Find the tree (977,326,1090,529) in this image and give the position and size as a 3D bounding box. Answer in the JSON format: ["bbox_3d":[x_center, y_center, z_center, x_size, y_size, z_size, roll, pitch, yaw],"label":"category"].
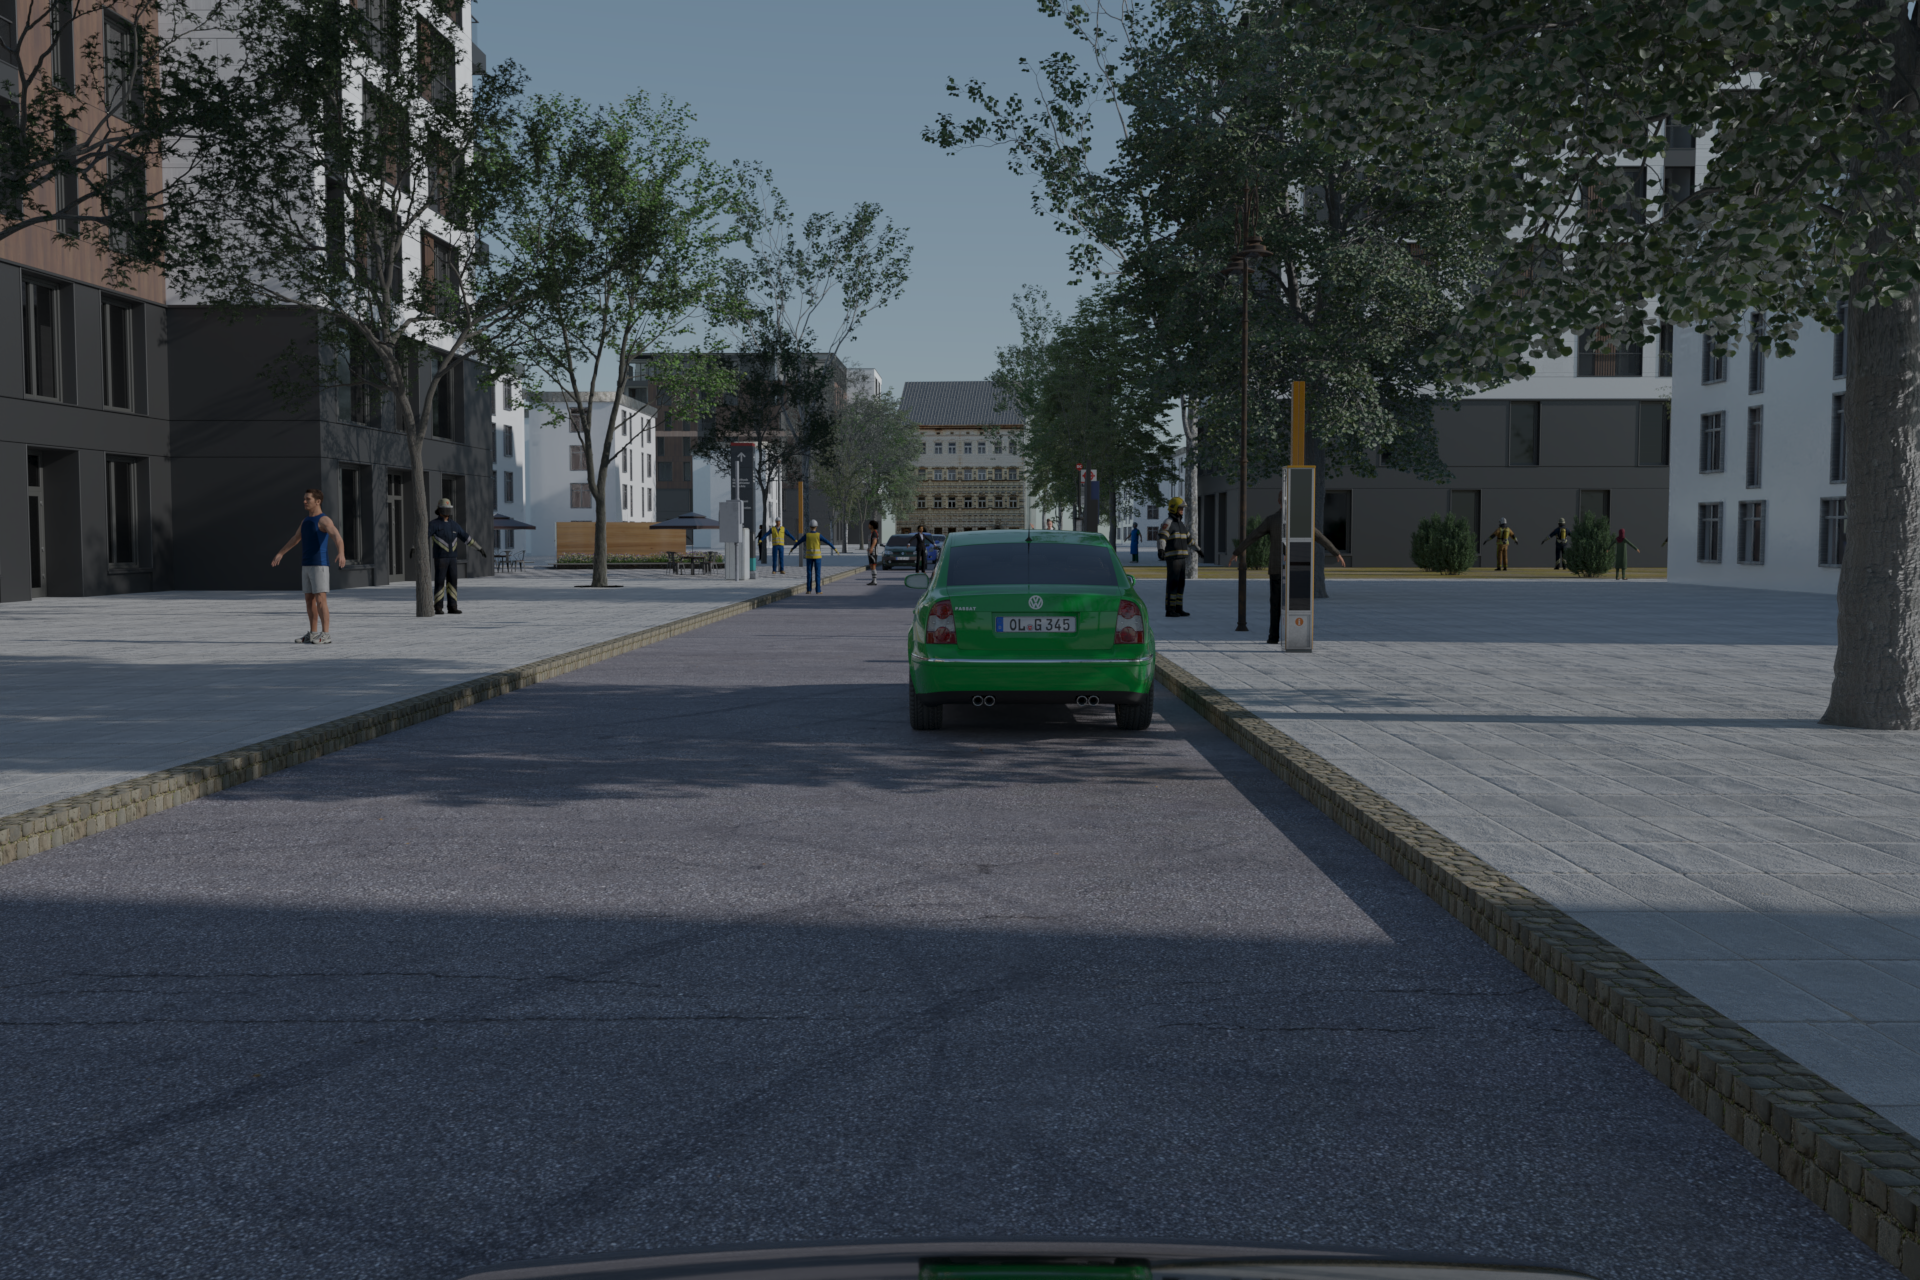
[{"bbox_3d":[7.678,-18.368,156.204,12.611,20.169,13.585,0,3,0],"label":"tree"}]

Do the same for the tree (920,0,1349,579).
[{"bbox_3d":[5.679,-11.886,50.231,12.611,20.169,13.585,0,3,0],"label":"tree"}]

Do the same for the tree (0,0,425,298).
[{"bbox_3d":[-9.105,-4.944,15.244,8.767,10.594,7.601,-2,4,-33],"label":"tree"}]

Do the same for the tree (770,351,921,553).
[{"bbox_3d":[-7.839,-12.601,116.401,12.009,13.543,11.850,0,3,0],"label":"tree"}]

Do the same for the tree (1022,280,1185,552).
[{"bbox_3d":[6.516,-9.778,77.993,7.486,12.596,7.792,0,3,0],"label":"tree"}]

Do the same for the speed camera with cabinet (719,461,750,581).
[{"bbox_3d":[-6.228,-3.266,47.740,0.660,3.252,2.038,0,4,0],"label":"speed camera with cabinet"}]

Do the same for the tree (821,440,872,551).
[{"bbox_3d":[-8.361,-10.833,127.474,4.360,8.622,3.978,0,3,0],"label":"tree"}]

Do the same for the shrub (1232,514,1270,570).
[{"bbox_3d":[10.573,-3.509,61.792,1.690,2.028,1.600,0,3,0],"label":"shrub"}]

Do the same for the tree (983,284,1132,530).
[{"bbox_3d":[6.307,-16.981,133.533,12.611,20.169,13.585,0,3,0],"label":"tree"}]

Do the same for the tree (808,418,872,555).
[{"bbox_3d":[-7.813,-9.410,104.212,4.360,8.622,3.978,0,3,0],"label":"tree"}]

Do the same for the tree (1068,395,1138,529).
[{"bbox_3d":[6.574,-8.396,87.629,4.360,8.622,3.978,0,3,0],"label":"tree"}]

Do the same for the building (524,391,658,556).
[{"bbox_3d":[-24.792,-10.635,116.029,9.099,9.664,28.070,0,4,0],"label":"building"}]

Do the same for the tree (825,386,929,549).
[{"bbox_3d":[-7.494,-14.788,148.439,9.857,13.997,8.962,0,3,0],"label":"tree"}]

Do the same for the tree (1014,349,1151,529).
[{"bbox_3d":[6.855,-10.453,96.669,9.928,11.665,9.643,0,3,0],"label":"tree"}]

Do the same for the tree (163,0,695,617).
[{"bbox_3d":[-8.311,-5.655,26.879,8.767,10.594,7.601,0,4,-7],"label":"tree"}]

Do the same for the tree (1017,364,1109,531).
[{"bbox_3d":[7.162,-11.864,112.107,7.486,12.596,7.792,0,3,0],"label":"tree"}]

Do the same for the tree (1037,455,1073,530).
[{"bbox_3d":[7.133,-10.473,121.593,4.737,8.622,4.395,0,3,0],"label":"tree"}]

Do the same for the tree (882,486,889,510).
[{"bbox_3d":[-11.240,-18.190,247.760,4.360,8.622,3.978,0,3,0],"label":"tree"}]

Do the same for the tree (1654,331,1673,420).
[{"bbox_3d":[25.180,-6.614,58.506,4.360,8.622,3.978,0,3,0],"label":"tree"}]

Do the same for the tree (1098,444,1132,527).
[{"bbox_3d":[22.237,-20.457,241.120,9.857,13.997,8.962,0,3,0],"label":"tree"}]

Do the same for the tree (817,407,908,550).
[{"bbox_3d":[-7.851,-13.057,139.240,9.928,11.665,9.643,0,3,0],"label":"tree"}]

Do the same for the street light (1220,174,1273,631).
[{"bbox_3d":[3.729,-3.055,22.729,0.468,5.910,1.993,0,4,1],"label":"street light"}]

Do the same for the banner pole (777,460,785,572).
[{"bbox_3d":[-6.090,-4.188,58.488,0.401,3.779,0.863,0,3,0],"label":"banner pole"}]

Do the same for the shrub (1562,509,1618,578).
[{"bbox_3d":[18.653,-2.863,51.234,1.690,2.028,1.600,0,3,0],"label":"shrub"}]

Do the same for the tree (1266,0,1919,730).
[{"bbox_3d":[6.124,-6.390,11.125,9.857,13.997,8.962,0,3,0],"label":"tree"}]

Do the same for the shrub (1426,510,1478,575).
[{"bbox_3d":[15.385,-3.043,54.180,1.690,2.028,1.600,0,3,0],"label":"shrub"}]

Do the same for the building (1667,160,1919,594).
[{"bbox_3d":[23.070,-5.476,31.683,9.099,9.664,28.070,0,4,0],"label":"building"}]

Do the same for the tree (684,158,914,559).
[{"bbox_3d":[-9.532,-14.312,89.894,12.611,20.169,13.585,0,3,0],"label":"tree"}]

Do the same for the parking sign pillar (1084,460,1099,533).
[{"bbox_3d":[4.814,-4.597,63.630,1.447,3.967,1.447,0,4,0],"label":"parking sign pillar"}]

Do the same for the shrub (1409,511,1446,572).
[{"bbox_3d":[16.090,-3.350,58.816,1.661,2.075,1.752,0,3,0],"label":"shrub"}]

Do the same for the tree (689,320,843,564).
[{"bbox_3d":[-8.216,-8.588,74.824,7.601,10.594,8.767,-3,5,-45],"label":"tree"}]

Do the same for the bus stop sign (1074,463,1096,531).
[{"bbox_3d":[4.720,-4.695,65.470,0.855,3.939,0.416,0,4,1],"label":"bus stop sign"}]

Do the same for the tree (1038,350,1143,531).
[{"bbox_3d":[4.864,-7.276,69.332,4.360,8.622,3.978,0,3,0],"label":"tree"}]

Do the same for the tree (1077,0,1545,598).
[{"bbox_3d":[7.090,-7.822,34.549,9.857,13.997,8.962,0,3,0],"label":"tree"}]

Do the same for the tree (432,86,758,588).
[{"bbox_3d":[-8.654,-7.057,41.145,9.928,11.665,9.643,0,3,0],"label":"tree"}]
